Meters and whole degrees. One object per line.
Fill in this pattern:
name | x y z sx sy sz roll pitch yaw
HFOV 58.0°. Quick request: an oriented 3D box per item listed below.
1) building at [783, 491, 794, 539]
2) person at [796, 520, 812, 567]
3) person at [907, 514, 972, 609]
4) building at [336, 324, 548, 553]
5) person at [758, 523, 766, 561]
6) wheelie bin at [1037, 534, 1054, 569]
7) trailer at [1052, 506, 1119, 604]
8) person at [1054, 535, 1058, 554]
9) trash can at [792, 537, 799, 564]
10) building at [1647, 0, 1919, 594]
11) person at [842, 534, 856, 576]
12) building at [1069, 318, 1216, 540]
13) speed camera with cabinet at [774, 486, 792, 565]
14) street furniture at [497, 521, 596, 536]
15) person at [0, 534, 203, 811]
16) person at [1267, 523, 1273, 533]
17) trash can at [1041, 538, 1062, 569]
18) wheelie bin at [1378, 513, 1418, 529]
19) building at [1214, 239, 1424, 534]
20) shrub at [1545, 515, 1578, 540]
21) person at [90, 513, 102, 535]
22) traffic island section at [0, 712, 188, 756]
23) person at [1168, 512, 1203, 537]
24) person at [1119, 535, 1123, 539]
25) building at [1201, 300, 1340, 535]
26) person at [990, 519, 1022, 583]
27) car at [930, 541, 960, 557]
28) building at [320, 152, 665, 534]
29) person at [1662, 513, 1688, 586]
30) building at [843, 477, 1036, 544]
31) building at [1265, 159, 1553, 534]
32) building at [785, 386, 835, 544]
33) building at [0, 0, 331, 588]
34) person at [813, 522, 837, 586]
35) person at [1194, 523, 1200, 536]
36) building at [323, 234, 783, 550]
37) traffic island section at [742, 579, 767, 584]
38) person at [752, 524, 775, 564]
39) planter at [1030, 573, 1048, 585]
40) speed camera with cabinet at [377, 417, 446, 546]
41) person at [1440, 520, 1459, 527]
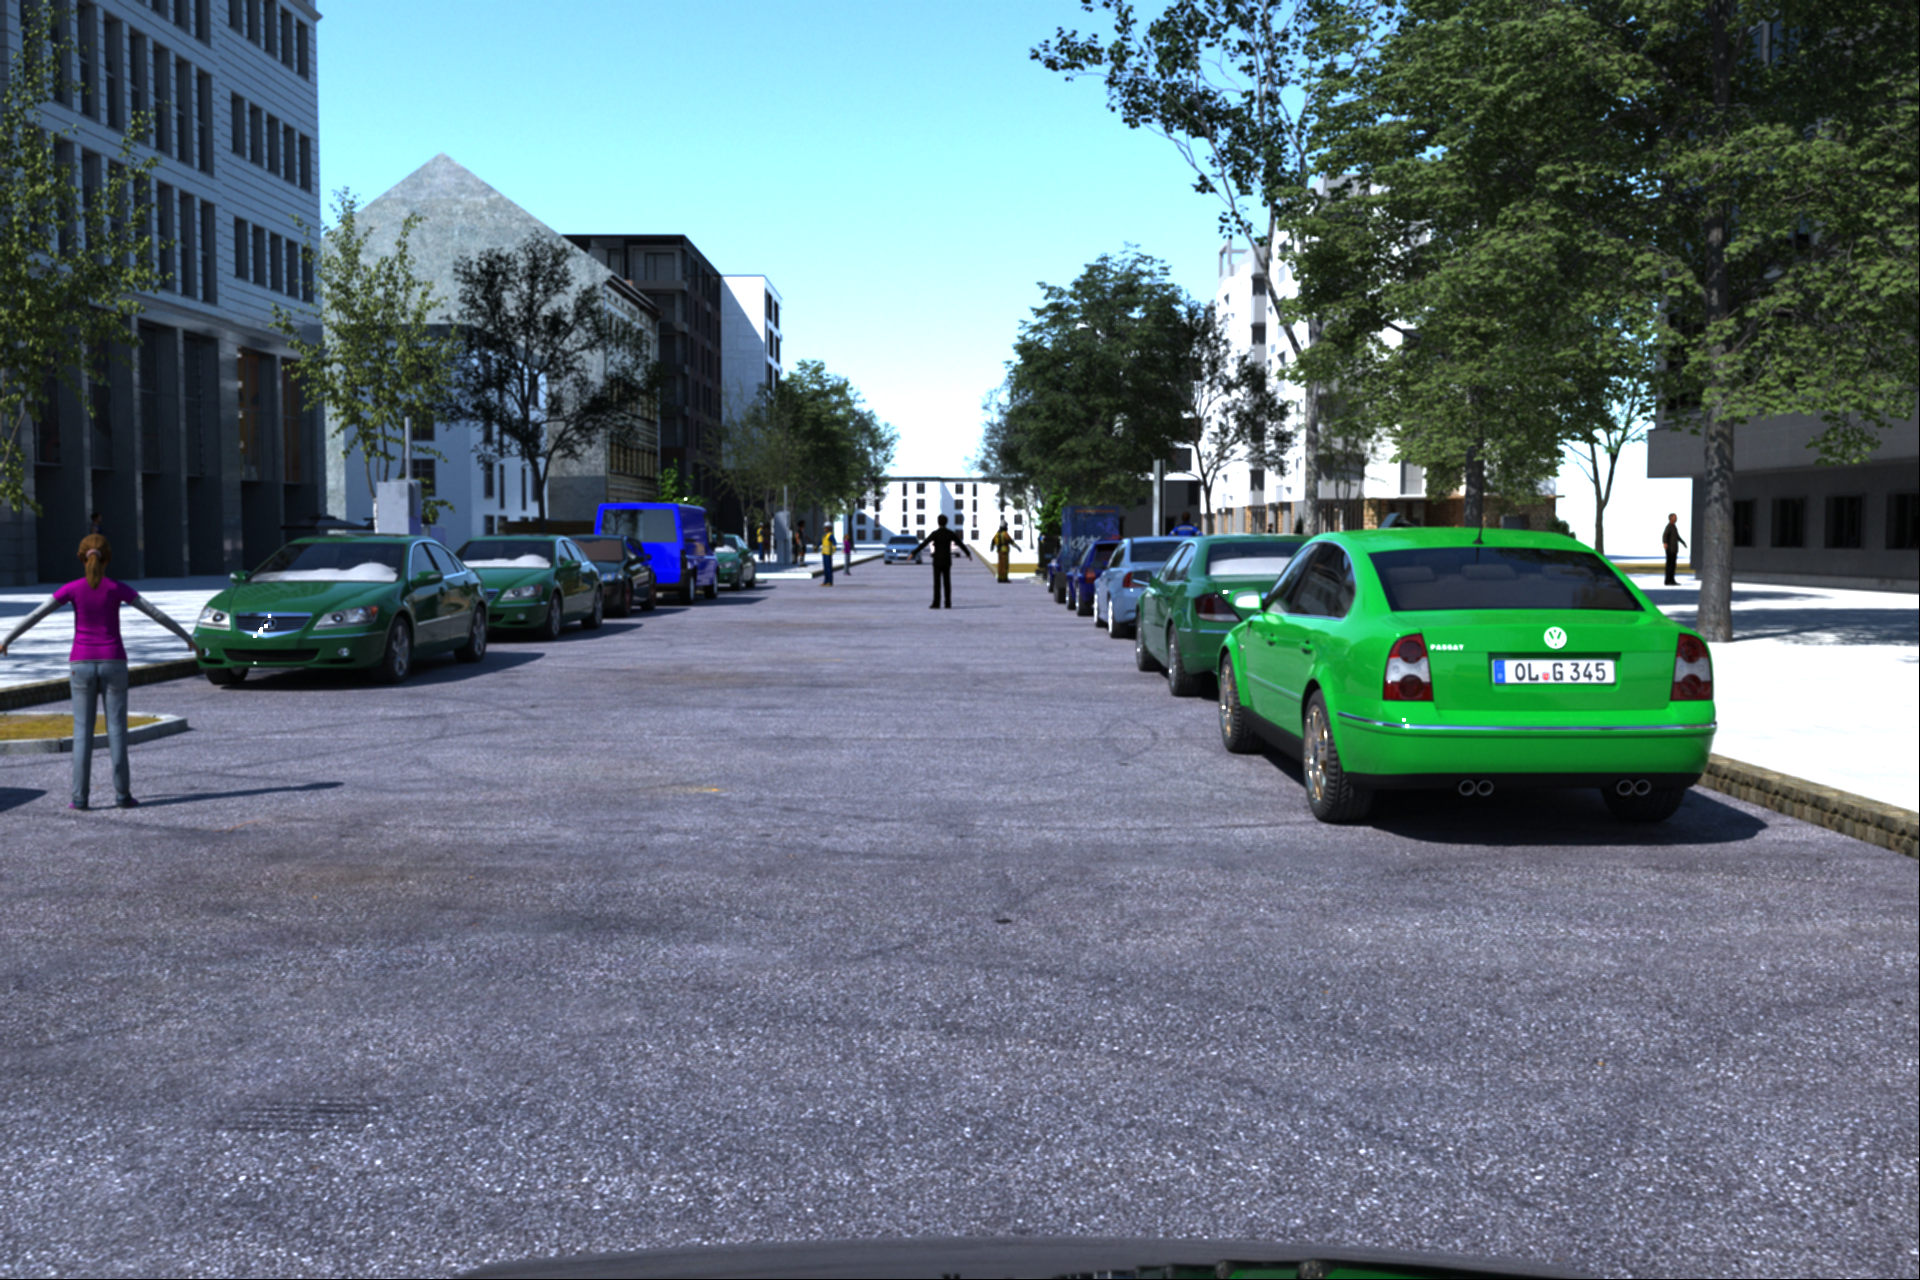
building | -30.051 -23.071 208.146 19.493 23.208 18.063 0 4 0
person | -6.100 -3.737 67.246 0.704 1.843 1.345 1 4 17
person | -0.358 -1.509 33.310 1.347 1.806 0.705 -2 4 -24
building | -24.277 -8.636 83.344 9.099 9.664 28.070 0 4 -1
person | -9.546 -4.742 83.508 0.705 1.833 1.349 -1 4 -18
wheelie bin | 3.200 -3.449 64.293 0.693 1.594 0.980 0 4 -1
trailer | 2.684 -1.816 36.735 1.471 1.999 3.904 0 4 -1
person | 3.886 -3.937 70.503 1.348 1.813 0.705 1 4 14
trash can | -7.262 -3.836 74.373 0.748 1.137 0.748 0 3 0
building | 25.744 -13.060 32.603 14.314 24.678 30.058 0 4 0
person | -3.849 -2.949 59.936 0.599 1.433 0.991 2 4 24
building | 25.137 -20.553 180.015 27.936 21.610 32.646 0 4 0
speed camera with cabinet | -7.365 -4.750 72.003 0.660 3.252 2.038 0 4 -1
street furniture | -14.689 -3.343 61.518 9.812 1.723 11.010 3 4 37
person | -4.496 0.163 9.050 0.991 1.433 0.599 -1 4 -23
person | 15.726 -4.993 87.576 0.705 1.837 1.347 0 4 -1
trash can | 3.227 -3.004 60.765 0.748 1.137 0.748 0 3 0
wheelie bin | 6.561 -1.121 26.244 0.693 1.594 0.980 0 4 0
building | 21.741 -15.638 112.105 16.016 20.090 11.380 0 4 0
shrub | 23.051 -3.823 66.920 1.690 2.028 1.600 0 3 0
person | -21.491 -2.264 43.187 0.704 1.807 1.345 -1 4 -21
traffic island section | -6.628 0.655 12.150 1.991 0.108 1.994 0 4 0
person | 5.595 -2.253 42.811 1.345 1.831 0.704 1 4 21
person | 8.382 -5.427 94.592 1.347 1.847 0.705 -2 4 -33
building | 24.820 -17.374 140.487 16.016 20.090 11.380 0 4 0
person | 1.294 -2.605 50.819 0.705 1.858 1.354 -3 4 -38
car | -0.915 -5.834 107.746 2.083 1.381 4.827 0 4 -1
building | -29.784 -17.015 109.117 19.493 23.208 18.063 0 4 0
person | 17.781 -2.264 43.199 0.705 1.807 1.348 3 5 44
building | -2.785 -18.825 252.398 28.070 9.664 9.099 0 4 2
building | 21.667 -14.455 92.756 16.016 20.090 11.380 0 4 0
building | -26.420 -24.253 227.470 19.493 23.208 18.063 0 4 -1
building | -28.328 -16.504 47.334 11.434 29.767 29.804 0 3 0
person | -3.720 -2.376 47.765 0.721 1.772 1.216 -2 4 -32
person | 12.713 -5.348 93.218 0.705 1.856 1.354 -3 4 -38
building | -29.320 -17.778 134.643 27.936 21.610 32.646 0 3 0
traffic island section | -6.681 -1.690 50.496 1.991 0.108 1.994 0 4 0
person | -8.432 -4.175 75.063 1.217 1.733 0.721 -2 4 -26
planter | 3.016 -1.735 49.506 1.991 0.319 1.994 0 3 0
speed camera with cabinet | -9.519 -2.187 30.090 0.660 3.252 2.038 0 4 0
person | 15.752 -3.001 55.918 0.742 1.727 0.445 2 4 30
